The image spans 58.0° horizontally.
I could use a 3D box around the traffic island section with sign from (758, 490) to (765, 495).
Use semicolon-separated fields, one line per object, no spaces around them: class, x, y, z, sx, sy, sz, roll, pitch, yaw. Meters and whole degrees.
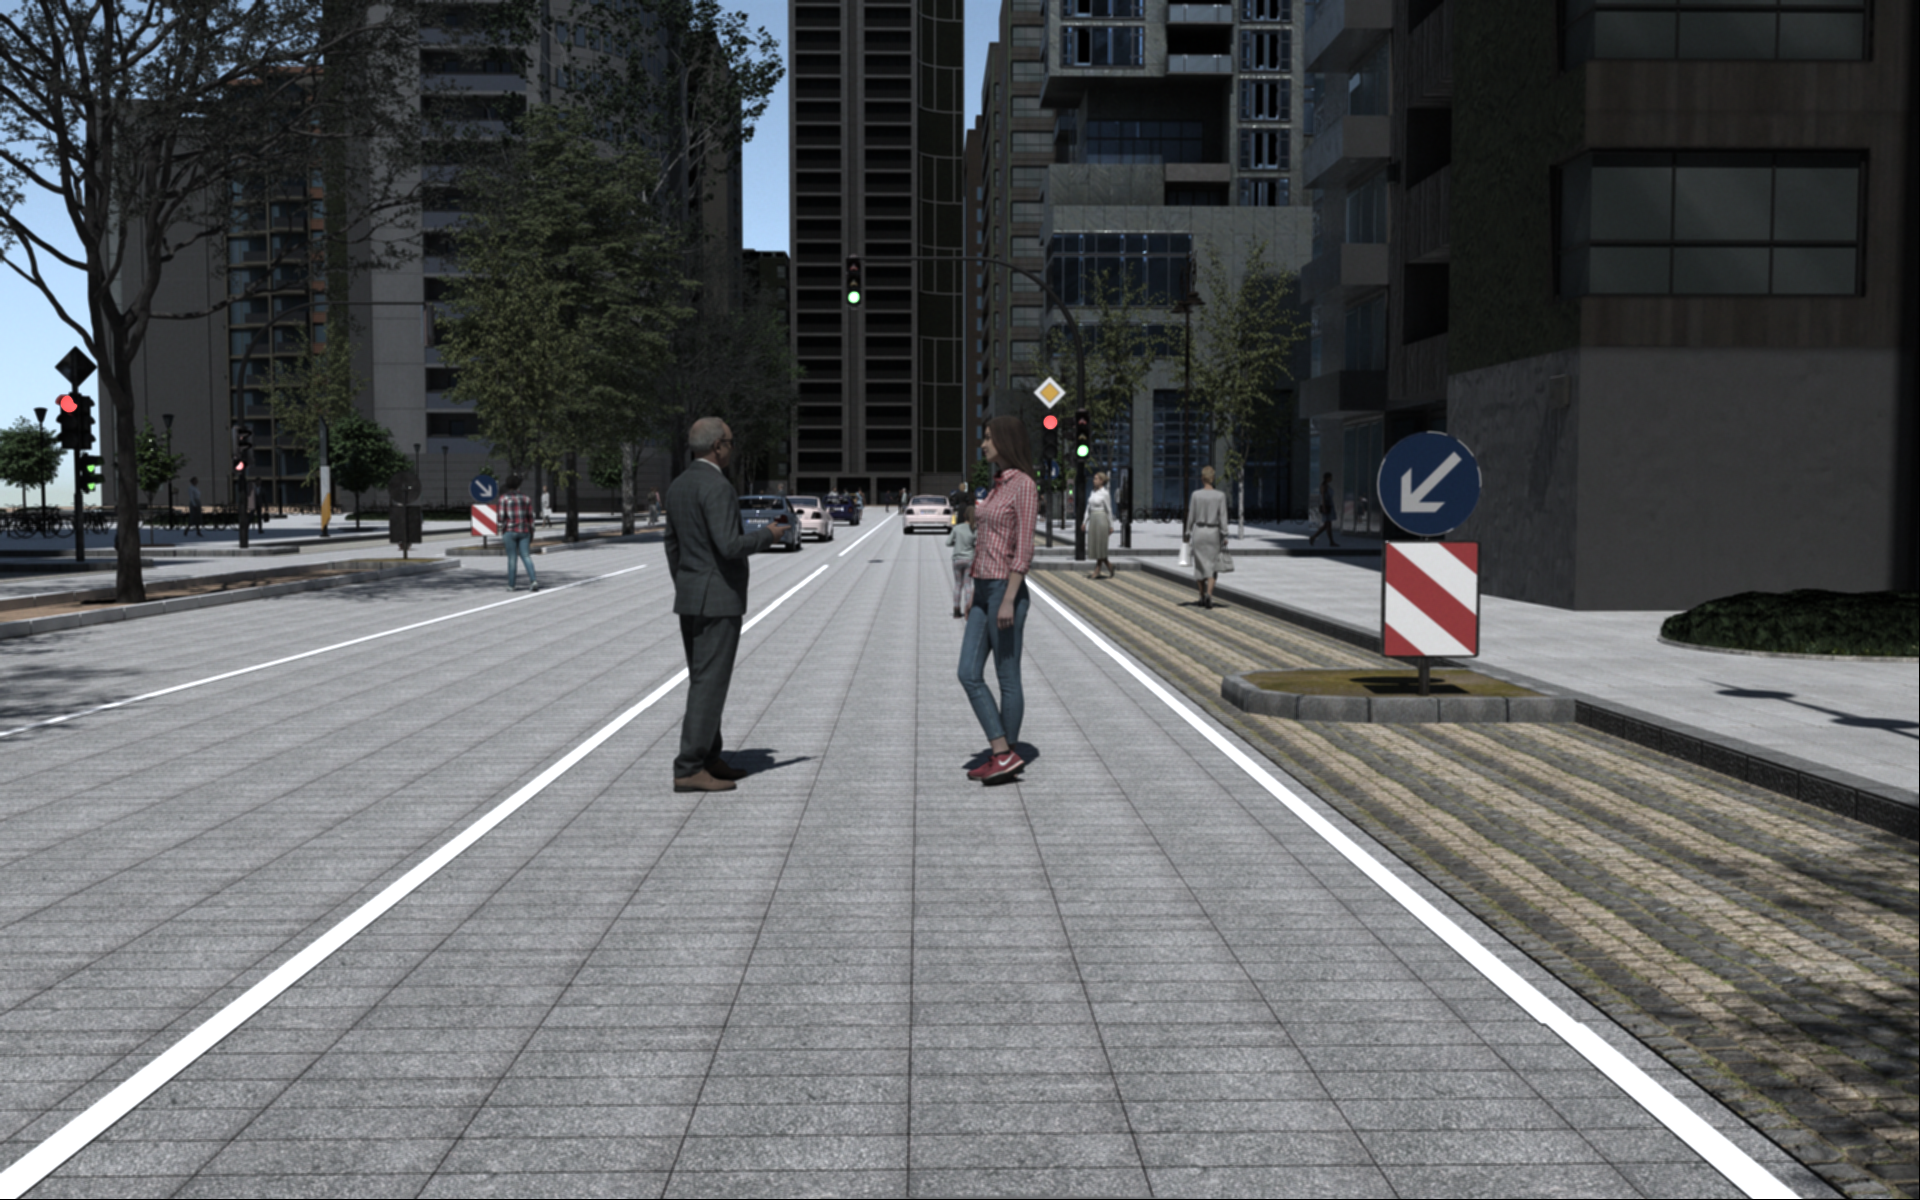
traffic island section with sign;-19.596;-9.948;171.271;1.989;1.847;2.006;0;4;-1

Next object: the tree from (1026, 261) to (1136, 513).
tree;4.493;-6.386;54.781;4.737;8.622;4.395;0;3;0

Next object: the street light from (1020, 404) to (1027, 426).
street light;3.143;-7.110;89.028;0.468;5.910;1.993;0;4;-1

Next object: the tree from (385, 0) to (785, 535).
tree;-12.722;-12.346;60.198;12.611;20.169;13.585;0;3;0

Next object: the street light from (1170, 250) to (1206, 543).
street light;4.327;-3.685;33.032;0.468;5.910;1.993;0;4;-1

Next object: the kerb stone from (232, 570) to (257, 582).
kerb stone;-11.835;-0.381;28.425;0.120;0.150;1.000;0;4;-1

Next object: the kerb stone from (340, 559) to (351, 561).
kerb stone;-11.950;-0.695;33.555;0.120;0.150;1.000;0;4;-1

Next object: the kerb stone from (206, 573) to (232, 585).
kerb stone;-11.812;-0.318;27.403;0.120;0.150;1.000;0;4;-1

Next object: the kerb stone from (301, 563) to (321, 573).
kerb stone;-11.895;-0.567;31.494;0.120;0.150;1.000;0;4;-1

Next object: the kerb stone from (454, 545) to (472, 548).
kerb stone;-12.148;-1.216;42.179;0.120;0.150;1.000;0;4;-1

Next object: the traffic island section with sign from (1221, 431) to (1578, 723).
traffic island section with sign;2.837;-0.188;11.699;1.989;1.847;2.006;0;4;-1

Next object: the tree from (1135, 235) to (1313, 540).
tree;7.678;-6.008;48.588;4.737;8.622;4.395;0;3;0

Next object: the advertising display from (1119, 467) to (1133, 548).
advertising display;3.960;-2.208;41.310;0.123;1.923;0.974;0;4;-7

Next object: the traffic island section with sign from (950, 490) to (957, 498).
traffic island section with sign;-0.754;-9.878;170.134;1.989;1.847;2.006;0;4;-1

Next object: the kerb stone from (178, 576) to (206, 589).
kerb stone;-11.788;-0.256;26.381;0.120;0.150;1.000;0;4;-1

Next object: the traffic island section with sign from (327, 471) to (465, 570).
traffic island section with sign;-10.892;-1.546;33.415;2.006;1.907;1.989;0;4;-1

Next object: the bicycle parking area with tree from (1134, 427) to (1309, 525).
bicycle parking area with tree;12.733;-5.465;76.350;9.016;4.147;8.231;-1;4;-10

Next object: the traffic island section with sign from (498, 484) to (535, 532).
traffic island section with sign;-17.211;-3.487;65.635;1.989;1.847;2.006;0;4;-1

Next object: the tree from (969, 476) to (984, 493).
tree;1.649;-10.252;162.218;1.663;3.219;1.824;0;3;0

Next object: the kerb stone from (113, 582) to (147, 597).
kerb stone;-11.741;-0.130;24.327;0.120;0.150;1.000;0;4;-1

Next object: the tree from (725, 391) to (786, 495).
tree;-12.186;-9.054;100.844;4.360;8.622;3.978;0;3;0

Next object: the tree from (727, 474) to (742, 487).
tree;-22.072;-10.548;167.065;1.663;3.219;1.824;0;3;0

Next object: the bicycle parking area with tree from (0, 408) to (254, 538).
bicycle parking area with tree;-29.399;-4.463;59.970;9.016;4.147;8.231;3;4;37

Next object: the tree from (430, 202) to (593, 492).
tree;-10.984;-5.503;42.796;4.737;8.622;4.395;0;3;0

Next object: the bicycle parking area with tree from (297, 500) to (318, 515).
bicycle parking area with tree;-42.553;-7.398;107.958;9.016;4.147;8.231;0;4;-7

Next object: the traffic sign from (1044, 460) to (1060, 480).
traffic sign;3.324;-3.933;64.404;0.768;2.556;0.104;0;4;5

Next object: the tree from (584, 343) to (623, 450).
tree;-20.871;-11.342;111.195;9.928;11.665;9.643;0;3;0

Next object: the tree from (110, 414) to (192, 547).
tree;-19.809;-2.904;42.081;1.663;3.219;1.824;0;3;0

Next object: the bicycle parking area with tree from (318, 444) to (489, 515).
bicycle parking area with tree;-31.216;-7.029;101.928;9.016;4.147;8.231;1;4;14

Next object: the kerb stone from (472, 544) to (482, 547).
kerb stone;-12.176;-1.285;43.201;0.120;0.150;1.000;0;4;-1

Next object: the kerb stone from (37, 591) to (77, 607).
kerb stone;-11.691;-0.004;22.262;0.120;0.150;1.000;0;4;-1

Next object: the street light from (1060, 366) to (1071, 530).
street light;3.721;-5.488;62.514;0.468;5.910;1.993;0;4;-1

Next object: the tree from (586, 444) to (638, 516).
tree;-20.599;-7.259;102.391;4.285;4.588;4.351;0;3;0

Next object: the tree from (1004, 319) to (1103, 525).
tree;4.186;-7.436;71.948;4.360;8.622;3.978;0;3;0

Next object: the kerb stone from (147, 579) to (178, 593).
kerb stone;-11.765;-0.194;25.359;0.120;0.150;1.000;0;4;-1

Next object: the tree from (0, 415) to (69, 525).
tree;-38.992;-5.418;72.292;4.285;4.588;4.351;0;3;0

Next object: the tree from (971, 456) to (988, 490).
tree;2.496;-8.422;121.412;4.285;4.588;4.351;0;3;0

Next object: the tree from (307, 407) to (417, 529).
tree;-22.312;-4.928;64.292;4.285;4.588;4.351;0;3;0

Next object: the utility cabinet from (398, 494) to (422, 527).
utility cabinet;-18.945;-3.114;59.591;0.318;1.500;1.173;1;4;9

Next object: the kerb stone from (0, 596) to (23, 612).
kerb stone;-11.669;0.058;21.241;0.120;0.150;1.000;0;4;-1

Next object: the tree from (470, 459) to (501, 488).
tree;-26.332;-6.205;96.059;1.663;3.219;1.824;0;3;0

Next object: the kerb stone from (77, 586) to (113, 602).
kerb stone;-11.722;-0.060;23.299;0.120;0.150;1.000;0;4;-1

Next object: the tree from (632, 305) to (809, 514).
tree;-11.922;-10.075;92.933;9.928;11.665;9.643;0;3;0

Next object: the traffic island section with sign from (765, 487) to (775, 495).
traffic island section with sign;-12.761;-6.593;115.939;2.006;1.907;1.989;0;4;-1

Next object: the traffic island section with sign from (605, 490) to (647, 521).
traffic island section with sign;-17.826;-5.135;92.583;1.989;1.847;2.006;0;4;-1

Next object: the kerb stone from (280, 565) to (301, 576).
kerb stone;-11.876;-0.506;30.469;0.120;0.150;1.000;0;4;-1

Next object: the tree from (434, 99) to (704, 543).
tree;-11.386;-7.935;50.328;7.486;12.596;7.792;0;3;0

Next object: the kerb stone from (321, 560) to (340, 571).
kerb stone;-11.929;-0.629;32.526;0.120;0.150;1.000;0;4;-1

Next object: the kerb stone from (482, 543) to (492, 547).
kerb stone;-12.189;-1.344;44.223;0.120;0.150;1.000;0;4;-1

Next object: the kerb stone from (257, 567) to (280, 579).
kerb stone;-11.852;-0.444;29.447;0.120;0.150;1.000;0;4;-1

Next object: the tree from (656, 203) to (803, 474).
tree;-11.688;-9.786;72.834;12.009;13.543;11.850;0;3;0

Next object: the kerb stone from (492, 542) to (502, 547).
kerb stone;-12.210;-1.410;45.248;0.120;0.150;1.000;0;4;-1

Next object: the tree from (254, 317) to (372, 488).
tree;-26.432;-7.388;71.154;4.737;8.622;4.395;0;3;0

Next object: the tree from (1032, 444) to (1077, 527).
tree;3.933;-4.465;67.608;1.663;3.219;1.824;0;3;0

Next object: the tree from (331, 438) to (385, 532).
tree;-20.826;-3.978;59.635;1.663;3.219;1.824;0;3;0

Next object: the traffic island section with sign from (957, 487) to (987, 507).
traffic island section with sign;0.987;-5.160;92.998;1.989;1.847;2.006;0;4;-1

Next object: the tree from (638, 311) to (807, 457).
tree;-11.427;-8.927;82.818;8.767;10.594;7.601;0;4;-1

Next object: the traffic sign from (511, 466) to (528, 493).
traffic sign;-19.480;-4.680;76.618;0.768;2.556;0.104;0;4;5

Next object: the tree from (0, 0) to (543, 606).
tree;-10.815;-6.684;22.108;12.009;13.543;11.850;0;3;0

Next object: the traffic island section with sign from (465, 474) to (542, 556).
traffic island section with sign;-11.050;-1.999;40.820;2.006;1.907;1.989;0;4;-1
